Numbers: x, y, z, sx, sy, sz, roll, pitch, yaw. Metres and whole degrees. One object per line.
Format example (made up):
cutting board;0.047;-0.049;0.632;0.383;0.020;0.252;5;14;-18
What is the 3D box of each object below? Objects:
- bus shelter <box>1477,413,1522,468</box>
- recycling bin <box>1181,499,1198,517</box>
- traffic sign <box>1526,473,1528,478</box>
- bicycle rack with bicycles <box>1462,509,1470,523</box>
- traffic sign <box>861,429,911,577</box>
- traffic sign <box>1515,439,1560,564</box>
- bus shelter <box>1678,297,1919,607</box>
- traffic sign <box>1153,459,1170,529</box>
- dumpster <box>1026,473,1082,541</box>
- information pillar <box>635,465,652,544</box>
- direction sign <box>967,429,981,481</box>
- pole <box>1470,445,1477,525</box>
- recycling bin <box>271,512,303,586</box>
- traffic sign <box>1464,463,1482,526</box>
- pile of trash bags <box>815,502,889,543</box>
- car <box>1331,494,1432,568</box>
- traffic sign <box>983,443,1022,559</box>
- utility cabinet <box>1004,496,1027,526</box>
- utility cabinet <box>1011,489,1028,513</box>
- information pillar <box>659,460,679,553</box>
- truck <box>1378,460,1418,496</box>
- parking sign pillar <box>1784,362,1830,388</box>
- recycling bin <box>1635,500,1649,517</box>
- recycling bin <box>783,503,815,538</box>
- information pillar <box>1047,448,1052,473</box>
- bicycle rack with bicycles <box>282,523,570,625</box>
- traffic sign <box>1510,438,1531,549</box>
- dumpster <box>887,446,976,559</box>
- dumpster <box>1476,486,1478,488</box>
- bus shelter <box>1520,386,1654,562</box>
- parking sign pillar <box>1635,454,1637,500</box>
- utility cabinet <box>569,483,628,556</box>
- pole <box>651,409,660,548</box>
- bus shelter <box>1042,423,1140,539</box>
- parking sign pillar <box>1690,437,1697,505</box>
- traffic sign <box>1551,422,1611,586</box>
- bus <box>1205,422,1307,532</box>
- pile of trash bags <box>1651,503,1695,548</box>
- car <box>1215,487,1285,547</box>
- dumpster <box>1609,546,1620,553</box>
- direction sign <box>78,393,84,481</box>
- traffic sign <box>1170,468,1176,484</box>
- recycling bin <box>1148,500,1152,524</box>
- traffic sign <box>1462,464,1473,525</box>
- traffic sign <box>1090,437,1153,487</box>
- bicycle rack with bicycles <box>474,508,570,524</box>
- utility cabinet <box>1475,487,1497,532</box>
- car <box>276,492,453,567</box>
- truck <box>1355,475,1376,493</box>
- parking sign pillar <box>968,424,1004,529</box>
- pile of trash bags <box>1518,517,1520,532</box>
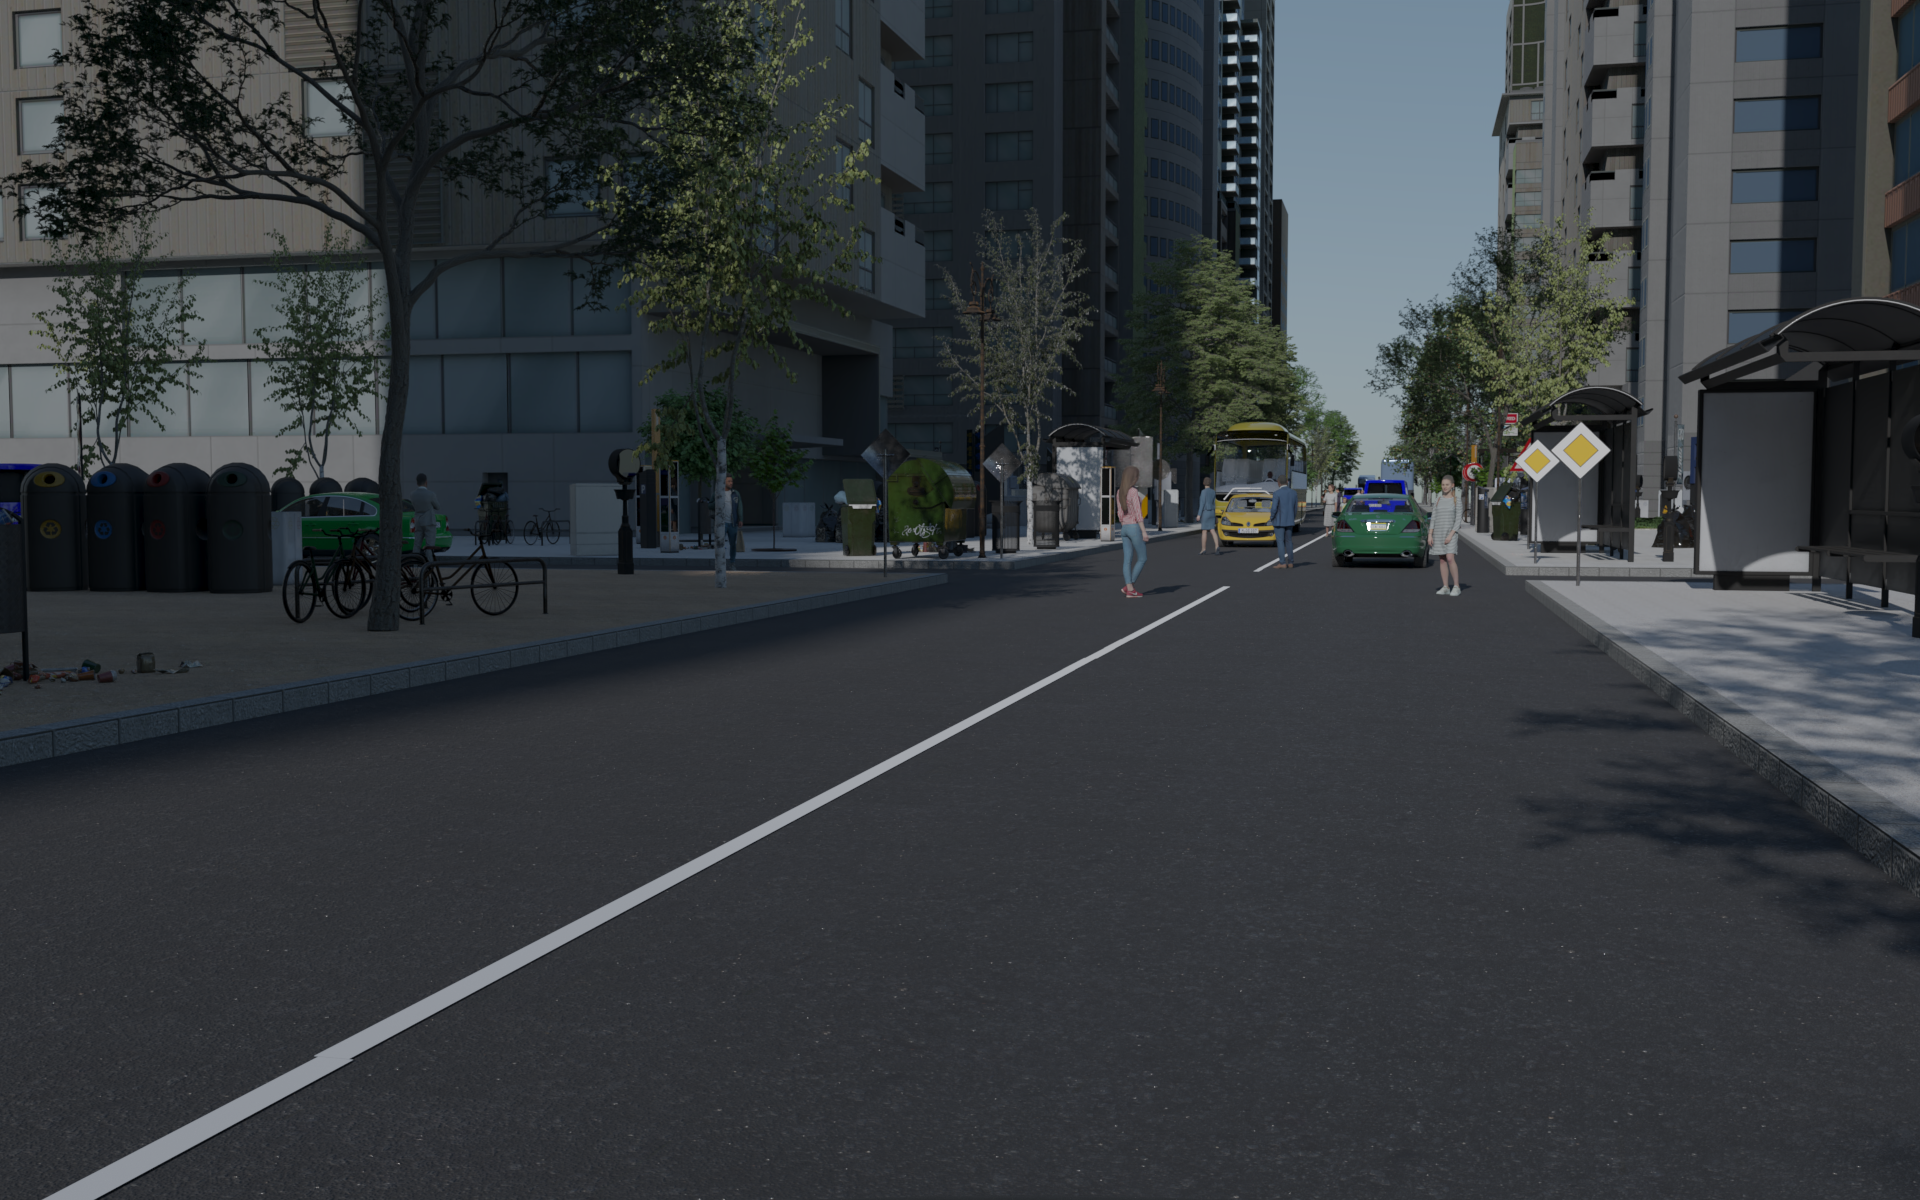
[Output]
bus shelter;25.850;-6.466;83.345;2.179;5.291;8.768;1;4;14
recycling bin;12.959;-5.225;97.977;0.722;1.027;0.722;-2;4;-23
traffic sign;22.803;-4.192;68.649;0.768;2.556;0.104;1;4;23
bicycle rack with bicycles;23.433;-3.807;75.630;2.925;0.926;2.852;1;4;11
traffic sign;-1.148;-1.407;26.640;0.795;2.450;0.064;1;4;14
traffic sign;10.604;-1.726;31.869;0.795;2.450;0.064;1;4;14
bus shelter;9.957;-1.624;20.478;2.014;3.302;5.546;1;4;14
traffic sign;7.246;-3.846;62.990;0.768;2.556;0.104;1;4;19
dumpster;2.582;-2.578;47.916;1.264;1.857;1.865;1;4;14
information pillar;-8.105;-2.440;44.393;0.304;2.012;0.304;2;4;29
direction sign;0.481;-4.198;60.633;0.379;3.537;0.876;-2;4;-32
pole;21.400;-4.791;72.168;0.158;3.312;0.155;0;3;0
recycling bin;-9.803;-0.735;24.575;0.722;1.027;0.722;0;4;-3
traffic sign;20.823;-4.286;70.182;0.768;2.556;0.104;1;4;19
pile of trash bags;-2.075;-2.241;46.390;3.447;1.369;1.912;-2;4;-24
car;8.574;-1.428;35.144;2.131;1.459;4.920;1;4;16
traffic sign;0.828;-1.880;34.378;0.795;2.450;0.064;1;4;14
utility cabinet;2.170;-3.553;69.256;1.020;1.237;0.306;-1;4;-13
utility cabinet;2.990;-4.467;81.722;1.173;1.500;0.318;-2;4;-35
information pillar;-6.329;-2.031;37.695;0.304;2.012;0.304;2;4;33
truck;31.363;-8.264;124.870;2.967;4.110;18.799;1;4;15
parking sign pillar;15.957;-2.738;33.240;1.447;3.967;1.447;2;4;35
recycling bin;27.553;-3.550;70.604;0.722;1.027;0.722;-1;4;-9
recycling bin;-4.789;-2.381;51.489;0.722;1.027;0.722;2;4;32
information pillar;4.558;-5.864;87.225;0.504;3.616;0.183;3;5;41
bicycle rack with bicycles;-5.828;-0.289;18.101;2.852;0.926;2.925;2;4;30
traffic sign;13.207;-2.456;40.166;0.884;2.594;0.081;1;4;21
dumpster;-0.623;-1.977;34.810;1.502;2.255;1.985;1;4;14
dumpster;23.939;-4.441;78.366;1.264;1.857;1.865;1;4;14
bus shelter;12.541;-2.515;35.049;2.014;3.302;5.546;1;4;14
parking sign pillar;30.915;-5.654;80.910;1.447;3.967;1.447;-3;5;-40
utility cabinet;-7.503;-1.670;35.988;1.173;1.500;0.318;-3;4;-37
pole;-7.284;-2.918;41.550;0.158;3.312;0.155;0;3;0
bus shelter;4.007;-3.555;52.041;2.014;3.302;5.546;1;4;14
parking sign pillar;25.068;-4.270;58.289;1.447;3.967;1.447;0;4;-1
traffic sign;8.628;-1.253;24.131;0.795;2.450;0.064;1;4;14
bus;10.985;-4.356;62.773;2.896;3.916;12.252;1;4;14
pile of trash bags;18.409;-1.958;41.762;3.447;1.369;1.912;-2;4;-34
car;8.116;-2.308;47.956;2.015;1.641;3.980;1;4;13
dumpster;14.225;-2.019;38.766;1.264;1.857;1.865;1;4;14
direction sign;-19.810;-2.879;39.062;0.379;3.537;0.876;-2;4;-26
traffic sign;8.243;-4.055;68.426;0.606;2.300;0.079;1;4;19
recycling bin;8.550;-3.779;74.335;0.722;1.027;0.722;3;4;36
traffic sign;21.061;-4.353;71.281;0.768;2.556;0.104;1;4;16
traffic sign;5.753;-4.161;61.911;2.265;3.308;0.079;1;4;16
bicycle rack with bicycles;-11.236;-1.862;43.822;2.852;0.926;2.925;1;4;11
utility cabinet;17.665;-3.014;57.956;0.318;1.500;1.173;-1;4;-12
car;-12.670;-1.602;34.990;4.718;1.807;1.959;1;4;12
truck;59.377;-15.999;251.346;2.967;4.110;18.799;1;4;16
parking sign pillar;0.982;-4.672;64.854;1.447;3.967;1.447;-1;4;-20
pile of trash bags;19.429;-3.118;60.730;1.912;1.369;3.447;0;4;-2
